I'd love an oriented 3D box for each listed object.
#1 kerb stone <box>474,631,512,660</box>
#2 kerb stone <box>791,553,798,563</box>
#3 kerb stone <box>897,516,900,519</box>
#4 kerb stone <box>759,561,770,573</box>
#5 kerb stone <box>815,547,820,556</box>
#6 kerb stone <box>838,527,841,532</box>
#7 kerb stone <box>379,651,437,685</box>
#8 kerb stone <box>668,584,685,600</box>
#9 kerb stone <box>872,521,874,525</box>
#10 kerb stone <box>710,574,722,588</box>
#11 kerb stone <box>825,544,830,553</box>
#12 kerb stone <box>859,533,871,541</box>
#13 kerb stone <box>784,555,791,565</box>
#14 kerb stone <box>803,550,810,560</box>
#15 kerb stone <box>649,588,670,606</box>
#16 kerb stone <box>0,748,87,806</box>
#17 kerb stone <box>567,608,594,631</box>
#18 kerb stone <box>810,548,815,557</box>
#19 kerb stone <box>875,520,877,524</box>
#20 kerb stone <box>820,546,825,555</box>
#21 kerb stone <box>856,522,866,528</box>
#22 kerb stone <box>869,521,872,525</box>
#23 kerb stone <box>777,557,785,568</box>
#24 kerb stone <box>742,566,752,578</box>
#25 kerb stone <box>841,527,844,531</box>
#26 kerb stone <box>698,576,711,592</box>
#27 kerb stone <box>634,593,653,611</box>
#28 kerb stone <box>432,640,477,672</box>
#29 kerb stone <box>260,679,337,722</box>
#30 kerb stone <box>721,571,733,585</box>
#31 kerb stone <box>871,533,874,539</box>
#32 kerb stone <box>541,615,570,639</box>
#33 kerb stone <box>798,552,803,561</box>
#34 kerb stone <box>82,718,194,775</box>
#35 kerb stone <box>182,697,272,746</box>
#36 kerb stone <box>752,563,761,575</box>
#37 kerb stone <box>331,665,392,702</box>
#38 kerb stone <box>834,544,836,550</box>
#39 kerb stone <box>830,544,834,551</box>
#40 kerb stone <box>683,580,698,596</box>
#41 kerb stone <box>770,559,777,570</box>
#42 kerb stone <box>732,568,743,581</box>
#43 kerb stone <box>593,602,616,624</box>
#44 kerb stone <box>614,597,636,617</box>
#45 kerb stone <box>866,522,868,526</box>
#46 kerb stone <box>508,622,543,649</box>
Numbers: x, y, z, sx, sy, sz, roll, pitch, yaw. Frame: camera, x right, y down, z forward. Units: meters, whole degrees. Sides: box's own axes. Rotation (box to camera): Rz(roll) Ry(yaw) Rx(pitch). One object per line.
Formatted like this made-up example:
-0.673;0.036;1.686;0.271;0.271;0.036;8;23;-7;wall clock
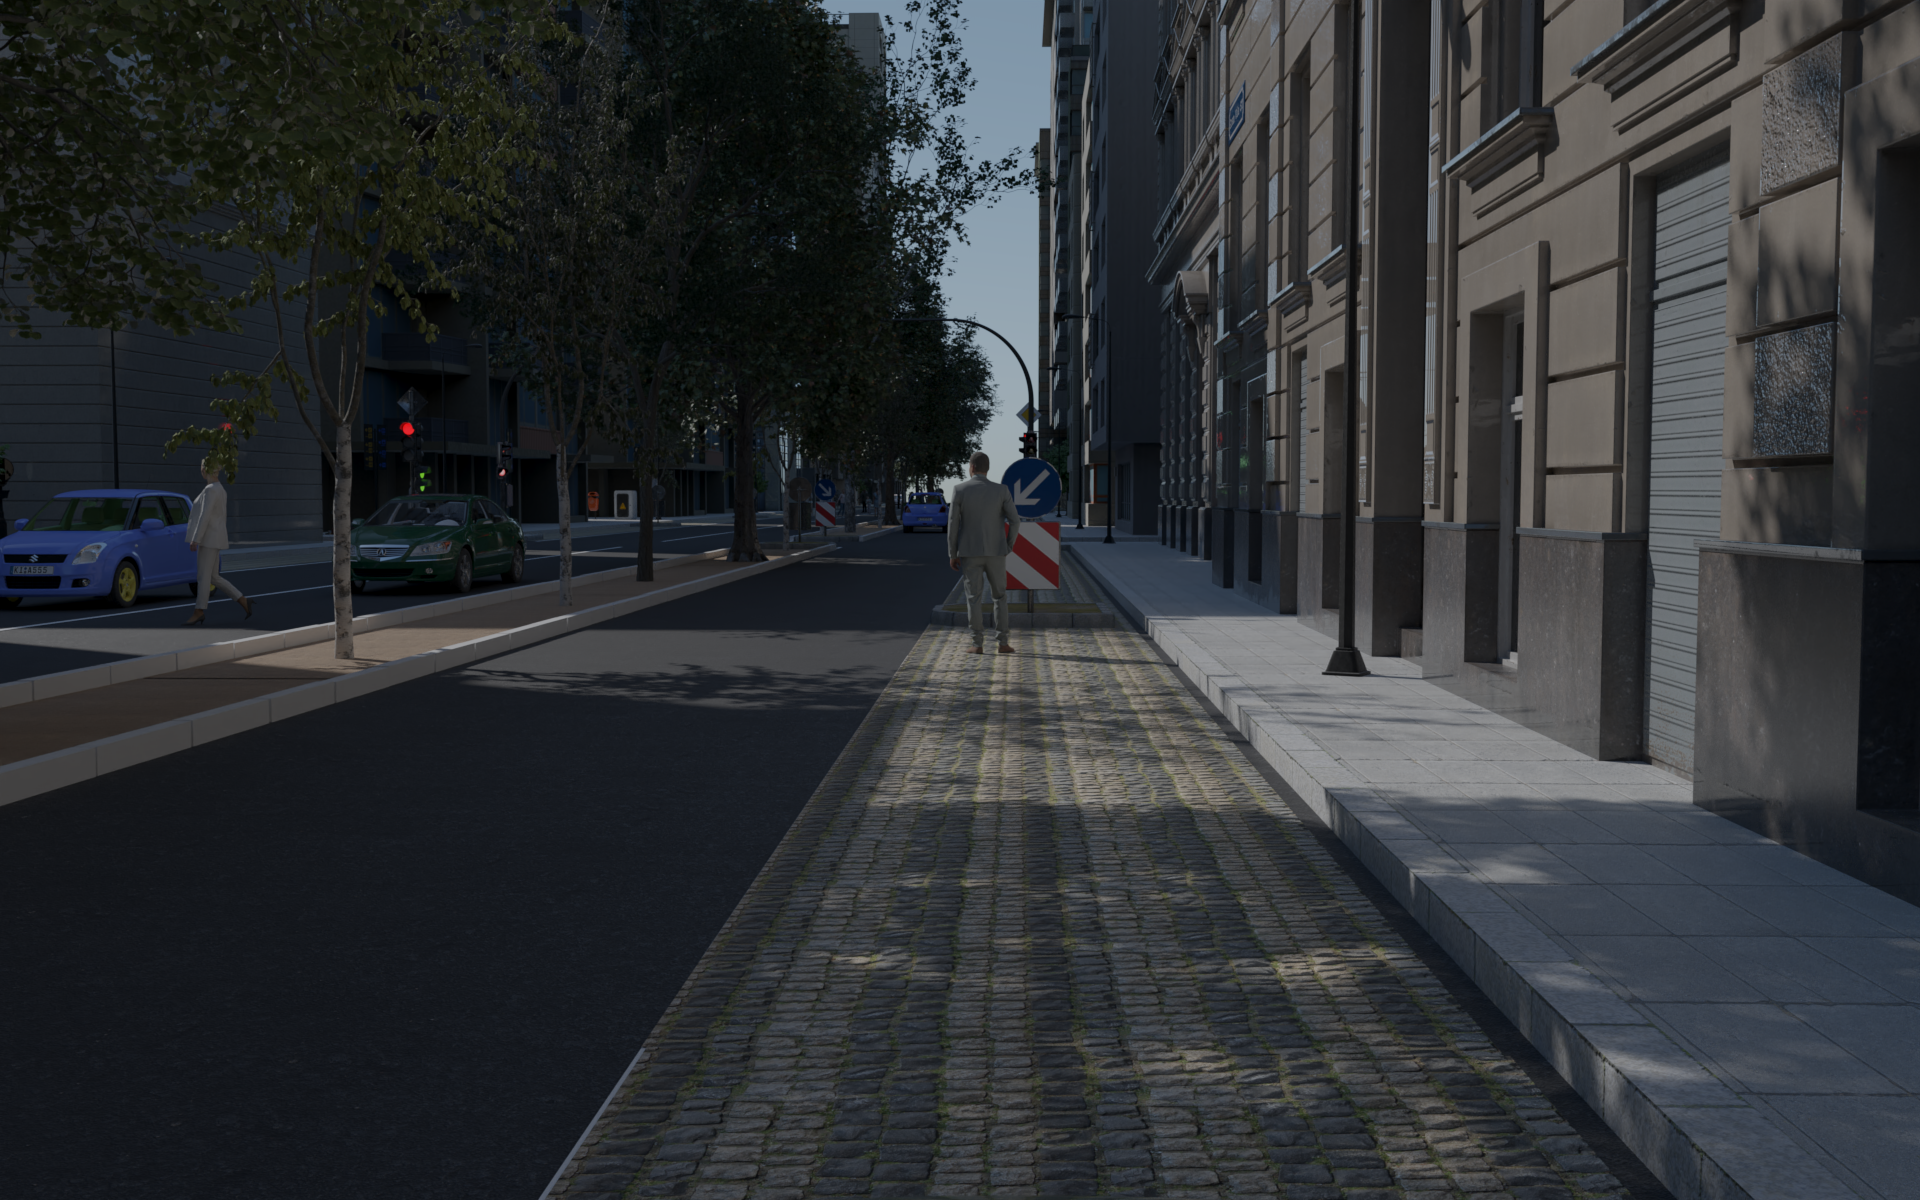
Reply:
-4.223;0.414;15.453;0.120;0.150;1.000;0;4;2;kerb stone
-3.546;-0.840;35.932;0.120;0.150;1.000;0;4;2;kerb stone
-3.485;-4.825;101.077;0.120;0.150;1.000;0;4;2;kerb stone
-3.675;-0.590;31.836;0.120;0.150;1.000;0;4;2;kerb stone
-3.404;-1.088;40.040;0.120;0.150;1.000;0;4;2;kerb stone
-4.671;-2.629;65.223;0.120;0.150;1.000;0;4;2;kerb stone
-4.298;0.537;13.410;0.120;0.150;1.000;0;4;2;kerb stone
-3.947;-0.088;23.642;0.120;0.150;1.000;0;4;2;kerb stone
-4.190;-3.508;79.555;0.120;0.150;1.000;0;4;2;kerb stone
-3.850;-0.276;26.711;0.120;0.150;1.000;0;4;2;kerb stone
-3.334;-1.216;42.084;0.120;0.150;1.000;0;4;2;kerb stone
-2.945;-1.936;53.868;0.120;0.150;1.000;0;4;2;kerb stone
-3.575;-0.777;34.905;0.120;0.150;1.000;0;4;2;kerb stone
-3.474;-0.966;37.983;0.120;0.150;1.000;0;4;2;kerb stone
-3.987;-0.026;22.618;0.120;0.150;1.000;0;4;2;kerb stone
-4.456;0.851;8.279;0.120;0.150;1.000;0;4;2;kerb stone
-4.120;0.226;18.520;0.120;0.150;1.000;0;4;2;kerb stone
-3.442;-1.028;39.005;0.120;0.150;1.000;0;4;2;kerb stone
-4.129;-3.634;81.609;0.120;0.150;1.000;0;4;2;kerb stone
-3.367;-1.154;41.061;0.120;0.150;1.000;0;4;2;kerb stone
-4.326;-3.257;75.452;0.120;0.150;1.000;0;4;2;kerb stone
-4.228;-3.445;78.526;0.120;0.150;1.000;0;4;2;kerb stone
-3.607;-0.712;33.880;0.120;0.150;1.000;0;4;2;kerb stone
-3.754;-0.464;29.786;0.120;0.150;1.000;0;4;2;kerb stone
-4.633;-2.690;66.245;0.120;0.150;1.000;0;4;2;kerb stone
-3.876;-0.213;25.686;0.120;0.150;1.000;0;4;2;kerb stone
-4.023;0.043;21.595;0.120;0.150;1.000;0;4;2;kerb stone
-4.259;0.475;14.431;0.120;0.150;1.000;0;4;2;kerb stone
-4.361;0.663;11.363;0.120;0.150;1.000;0;4;2;kerb stone
-3.812;-0.338;27.736;0.120;0.150;1.000;0;4;2;kerb stone
-2.917;-2.000;54.891;0.120;0.150;1.000;0;4;2;kerb stone
-4.158;0.287;17.497;0.120;0.150;1.000;0;4;2;kerb stone
-3.516;-0.898;36.954;0.120;0.150;1.000;0;4;2;kerb stone
-4.427;0.789;9.301;0.120;0.150;1.000;0;4;2;kerb stone
-4.395;0.726;10.327;0.120;0.150;1.000;0;4;2;kerb stone
-3.720;-0.518;30.808;0.120;0.150;1.000;0;4;2;kerb stone
-4.325;0.606;12.388;0.120;0.150;1.000;0;4;2;kerb stone
-3.265;-1.341;44.132;0.120;0.150;1.000;0;4;2;kerb stone
-3.300;-1.279;43.106;0.120;0.150;1.000;0;4;2;kerb stone
-3.920;-0.151;24.664;0.120;0.150;1.000;0;4;2;kerb stone
-3.649;-0.651;32.858;0.120;0.150;1.000;0;4;2;kerb stone
-3.781;-0.402;28.761;0.120;0.150;1.000;0;4;2;kerb stone
-4.090;0.162;19.552;0.120;0.150;1.000;0;4;2;kerb stone
-4.048;0.099;20.573;0.120;0.150;1.000;0;4;2;kerb stone
-4.298;-3.320;76.480;0.120;0.150;1.000;0;4;2;kerb stone
-4.187;0.350;16.475;0.120;0.150;1.000;0;4;2;kerb stone
